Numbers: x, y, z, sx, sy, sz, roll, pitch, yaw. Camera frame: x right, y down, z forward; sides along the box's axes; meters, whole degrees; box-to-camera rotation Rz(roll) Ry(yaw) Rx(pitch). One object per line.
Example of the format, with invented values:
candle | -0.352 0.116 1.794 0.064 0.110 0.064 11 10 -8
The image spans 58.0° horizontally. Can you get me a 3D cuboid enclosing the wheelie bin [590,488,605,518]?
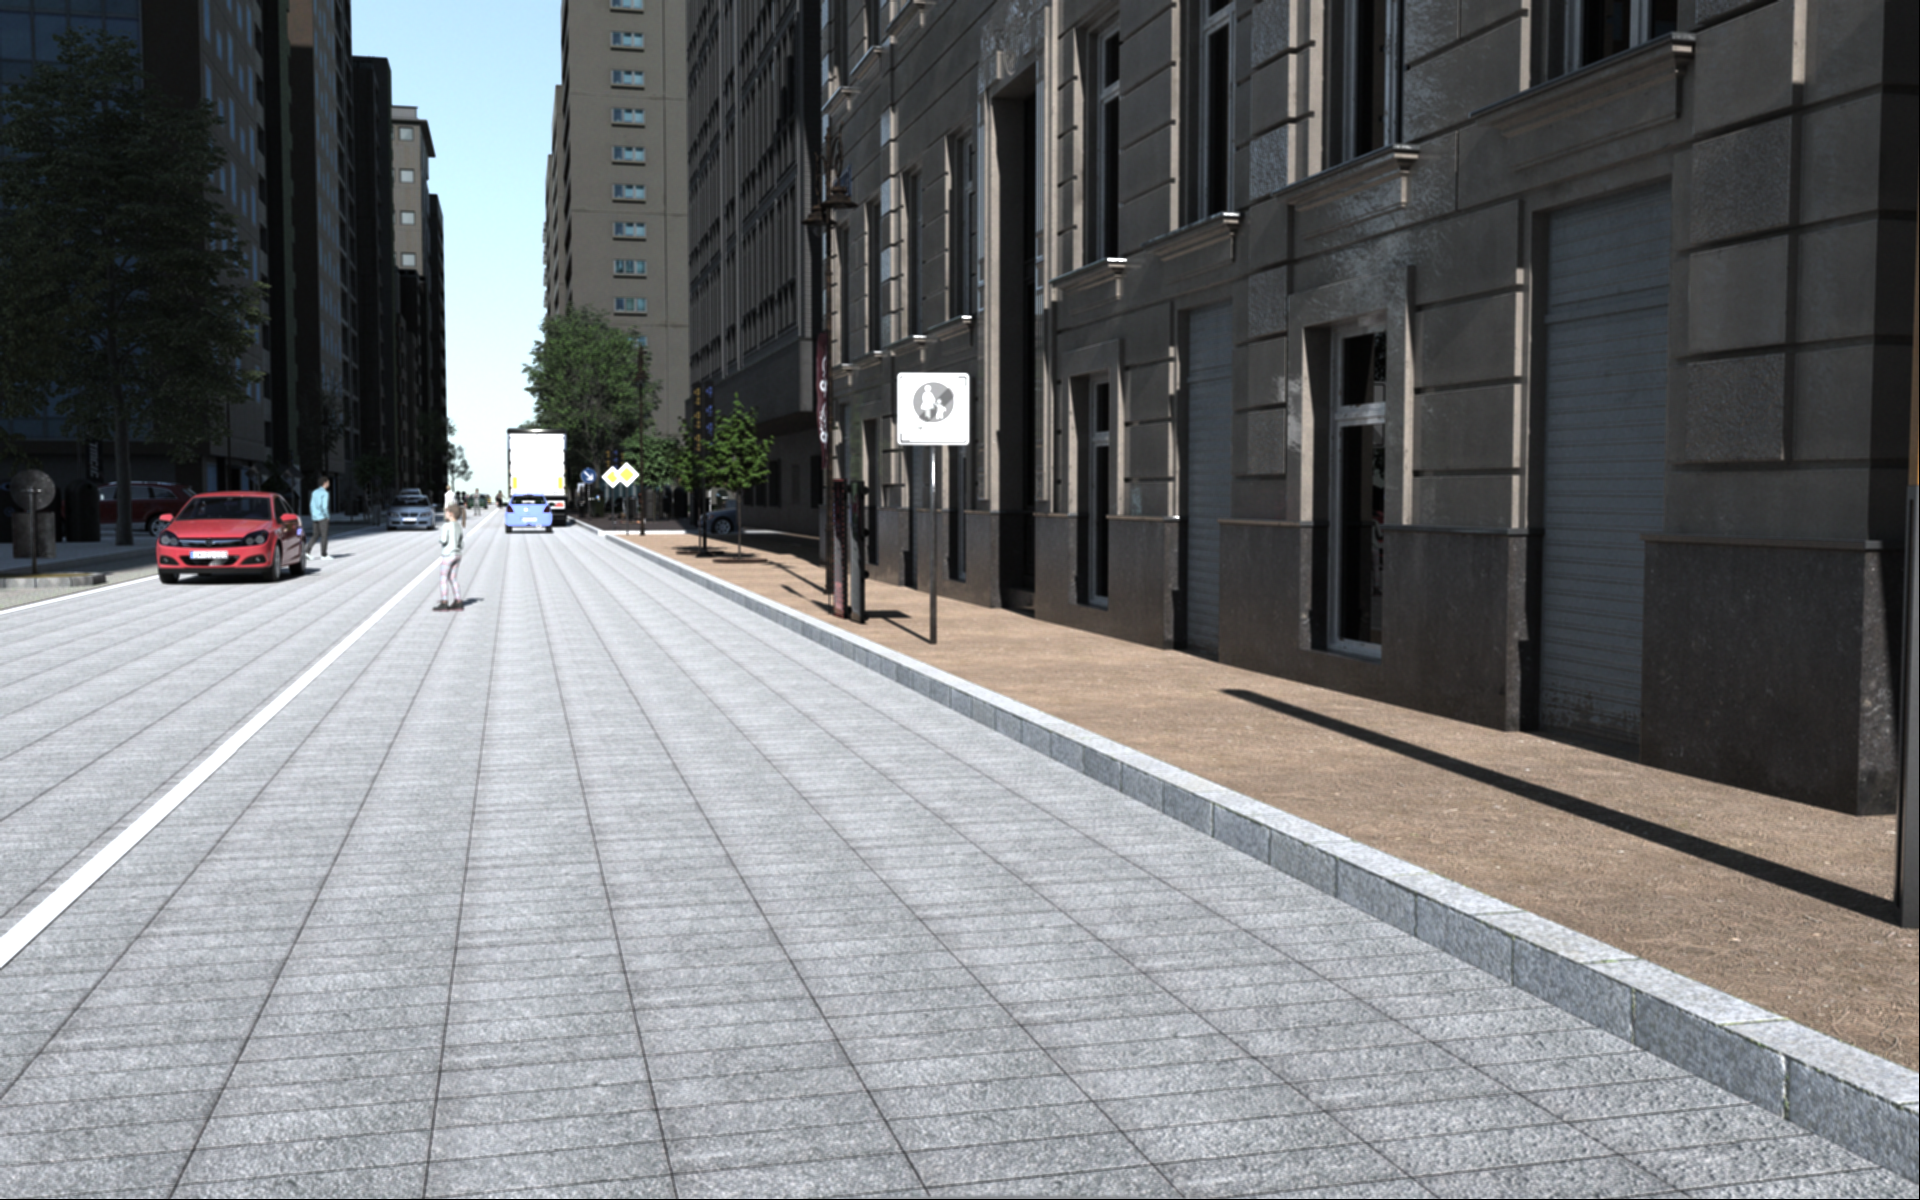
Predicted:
wheelie bin | -19.617 -5.253 93.789 0.693 1.594 0.980 -3 4 -37

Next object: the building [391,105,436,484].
building | -86.546 -39.567 236.151 28.713 52.752 27.495 -1 4 -14

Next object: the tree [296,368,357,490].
tree | -37.030 -9.174 100.363 4.360 8.622 3.978 0 3 0

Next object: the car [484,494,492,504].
car | -66.859 -14.271 243.557 2.015 1.641 3.980 -1 4 -15

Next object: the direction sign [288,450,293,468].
direction sign | -34.204 -5.907 88.570 0.379 3.537 0.876 0 4 -8

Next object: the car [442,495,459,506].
car | -58.089 -11.327 197.194 2.014 1.417 4.499 -1 4 -13

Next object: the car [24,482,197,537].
car | -26.452 -2.793 54.343 5.304 1.827 2.281 -1 4 -12

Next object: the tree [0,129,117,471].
tree | -19.126 -5.101 33.770 4.737 8.622 4.395 0 3 0

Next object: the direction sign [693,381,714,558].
direction sign | -5.173 -2.631 35.008 0.379 3.537 0.876 -2 4 -35

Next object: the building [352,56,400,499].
building | -58.646 -28.890 155.948 14.154 41.232 14.086 -1 4 -14

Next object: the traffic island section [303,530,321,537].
traffic island section | -22.828 -2.262 59.265 2.009 0.180 2.903 -1 4 -14

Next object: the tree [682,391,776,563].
tree | -4.281 -2.319 32.510 1.663 3.219 1.824 0 3 0

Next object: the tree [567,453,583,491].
tree | -26.788 -8.485 122.438 4.285 4.588 4.351 0 3 0

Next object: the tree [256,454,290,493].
tree | -30.801 -5.043 77.047 1.663 3.219 1.824 0 3 0

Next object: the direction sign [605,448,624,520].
direction sign | -17.223 -5.732 85.721 0.876 3.537 0.379 2 4 34

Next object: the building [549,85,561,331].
building | -35.551 -35.205 199.300 21.300 48.544 21.600 -1 4 -14

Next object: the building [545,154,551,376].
building | -45.370 -37.523 237.194 21.300 48.544 21.600 -1 4 -14

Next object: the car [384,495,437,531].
car | -21.889 -3.491 69.085 2.014 1.417 4.499 -1 4 -15

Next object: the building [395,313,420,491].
building | -70.279 -20.240 175.966 27.650 21.520 28.899 -1 4 -14

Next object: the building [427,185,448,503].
building | -89.224 -39.018 261.644 21.300 48.544 21.600 -1 4 -14

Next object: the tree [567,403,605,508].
tree | -29.845 -11.348 135.903 4.360 8.622 3.978 0 3 0

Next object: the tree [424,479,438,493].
tree | -60.756 -12.455 198.243 1.663 3.219 1.824 0 3 0

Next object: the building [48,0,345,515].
building | -46.982 -28.045 108.644 14.600 45.320 14.200 -1 4 -14

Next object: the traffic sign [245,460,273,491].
traffic sign | -20.818 -2.925 51.474 0.795 2.450 0.064 -1 4 -14

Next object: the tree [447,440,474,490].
tree | -83.896 -21.479 285.596 7.601 10.594 8.767 -1 4 -18

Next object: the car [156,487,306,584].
car | -12.231 -1.233 29.206 2.155 1.783 4.494 -1 4 -13

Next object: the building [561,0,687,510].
building | -23.332 -32.250 150.992 21.300 48.544 21.600 -1 4 -14

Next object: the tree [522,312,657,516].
tree | -21.003 -10.640 99.720 9.928 11.665 9.643 0 3 0

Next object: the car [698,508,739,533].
car | -6.825 -2.940 60.079 4.499 1.417 2.014 -1 4 -14

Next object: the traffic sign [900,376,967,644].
traffic sign | -0.229 -0.771 14.743 0.606 2.300 0.079 0 4 -5

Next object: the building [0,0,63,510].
building | -35.303 -25.435 65.978 14.600 45.320 14.200 -1 4 -14

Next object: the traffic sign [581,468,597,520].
traffic sign | -18.069 -5.150 84.313 0.768 2.556 0.104 -1 4 -13

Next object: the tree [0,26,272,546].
tree | -21.336 -7.644 43.114 7.486 12.596 7.792 0 3 0

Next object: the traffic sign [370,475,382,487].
traffic sign | -39.484 -7.161 117.183 0.768 2.556 0.104 -1 4 -13

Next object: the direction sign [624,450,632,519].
direction sign | -17.326 -5.991 89.944 0.876 3.537 0.379 2 4 34

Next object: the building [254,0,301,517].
building | -41.948 -19.318 87.558 14.160 30.474 14.107 -1 4 -14

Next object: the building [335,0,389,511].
building | -57.102 -42.771 137.552 20.563 71.187 20.611 -1 4 -14

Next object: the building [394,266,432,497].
building | -74.534 -27.326 218.473 14.160 30.474 14.107 -1 4 -14

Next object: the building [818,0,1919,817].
building | 6.016 -13.572 19.166 12.463 27.353 25.104 -1 4 -14

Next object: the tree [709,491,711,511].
tree | -18.279 -10.786 126.705 4.360 8.622 3.978 0 3 0

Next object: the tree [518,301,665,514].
tree | -24.090 -12.633 113.207 9.857 13.997 8.962 0 3 0

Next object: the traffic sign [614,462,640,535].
traffic sign | -10.406 -3.087 54.120 0.795 2.450 0.064 -1 4 -14

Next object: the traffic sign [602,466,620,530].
traffic sign | -12.395 -3.560 61.855 0.795 2.450 0.064 -1 4 -14

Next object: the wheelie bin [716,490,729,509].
wheelie bin | -16.885 -7.023 122.739 0.980 1.594 0.693 -3 5 -43

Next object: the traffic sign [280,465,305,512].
traffic sign | -22.807 -3.399 59.209 0.795 2.450 0.064 -1 4 -14

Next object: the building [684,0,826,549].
building | 1.262 -15.274 43.242 14.314 27.812 24.014 -1 4 -14

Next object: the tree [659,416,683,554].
tree | -5.543 -2.592 36.973 1.663 3.219 1.824 0 3 0

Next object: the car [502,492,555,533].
car | -16.089 -3.364 64.588 1.945 1.707 3.694 -1 4 -14

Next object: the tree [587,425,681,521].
tree | -14.666 -6.058 82.755 4.285 4.588 4.351 0 3 0

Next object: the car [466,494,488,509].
car | -46.733 -9.535 167.695 2.131 1.459 4.920 -1 4 -13

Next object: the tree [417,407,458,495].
tree | -63.614 -17.095 205.264 9.928 11.665 9.643 0 3 0

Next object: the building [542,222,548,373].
building | -55.056 -40.208 277.008 23.786 49.044 30.456 -1 4 -14

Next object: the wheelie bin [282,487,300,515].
wheelie bin | -30.628 -4.363 79.243 0.693 1.594 0.980 -3 5 -40

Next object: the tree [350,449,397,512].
tree | -42.627 -8.694 125.859 4.285 4.588 4.351 0 3 0
